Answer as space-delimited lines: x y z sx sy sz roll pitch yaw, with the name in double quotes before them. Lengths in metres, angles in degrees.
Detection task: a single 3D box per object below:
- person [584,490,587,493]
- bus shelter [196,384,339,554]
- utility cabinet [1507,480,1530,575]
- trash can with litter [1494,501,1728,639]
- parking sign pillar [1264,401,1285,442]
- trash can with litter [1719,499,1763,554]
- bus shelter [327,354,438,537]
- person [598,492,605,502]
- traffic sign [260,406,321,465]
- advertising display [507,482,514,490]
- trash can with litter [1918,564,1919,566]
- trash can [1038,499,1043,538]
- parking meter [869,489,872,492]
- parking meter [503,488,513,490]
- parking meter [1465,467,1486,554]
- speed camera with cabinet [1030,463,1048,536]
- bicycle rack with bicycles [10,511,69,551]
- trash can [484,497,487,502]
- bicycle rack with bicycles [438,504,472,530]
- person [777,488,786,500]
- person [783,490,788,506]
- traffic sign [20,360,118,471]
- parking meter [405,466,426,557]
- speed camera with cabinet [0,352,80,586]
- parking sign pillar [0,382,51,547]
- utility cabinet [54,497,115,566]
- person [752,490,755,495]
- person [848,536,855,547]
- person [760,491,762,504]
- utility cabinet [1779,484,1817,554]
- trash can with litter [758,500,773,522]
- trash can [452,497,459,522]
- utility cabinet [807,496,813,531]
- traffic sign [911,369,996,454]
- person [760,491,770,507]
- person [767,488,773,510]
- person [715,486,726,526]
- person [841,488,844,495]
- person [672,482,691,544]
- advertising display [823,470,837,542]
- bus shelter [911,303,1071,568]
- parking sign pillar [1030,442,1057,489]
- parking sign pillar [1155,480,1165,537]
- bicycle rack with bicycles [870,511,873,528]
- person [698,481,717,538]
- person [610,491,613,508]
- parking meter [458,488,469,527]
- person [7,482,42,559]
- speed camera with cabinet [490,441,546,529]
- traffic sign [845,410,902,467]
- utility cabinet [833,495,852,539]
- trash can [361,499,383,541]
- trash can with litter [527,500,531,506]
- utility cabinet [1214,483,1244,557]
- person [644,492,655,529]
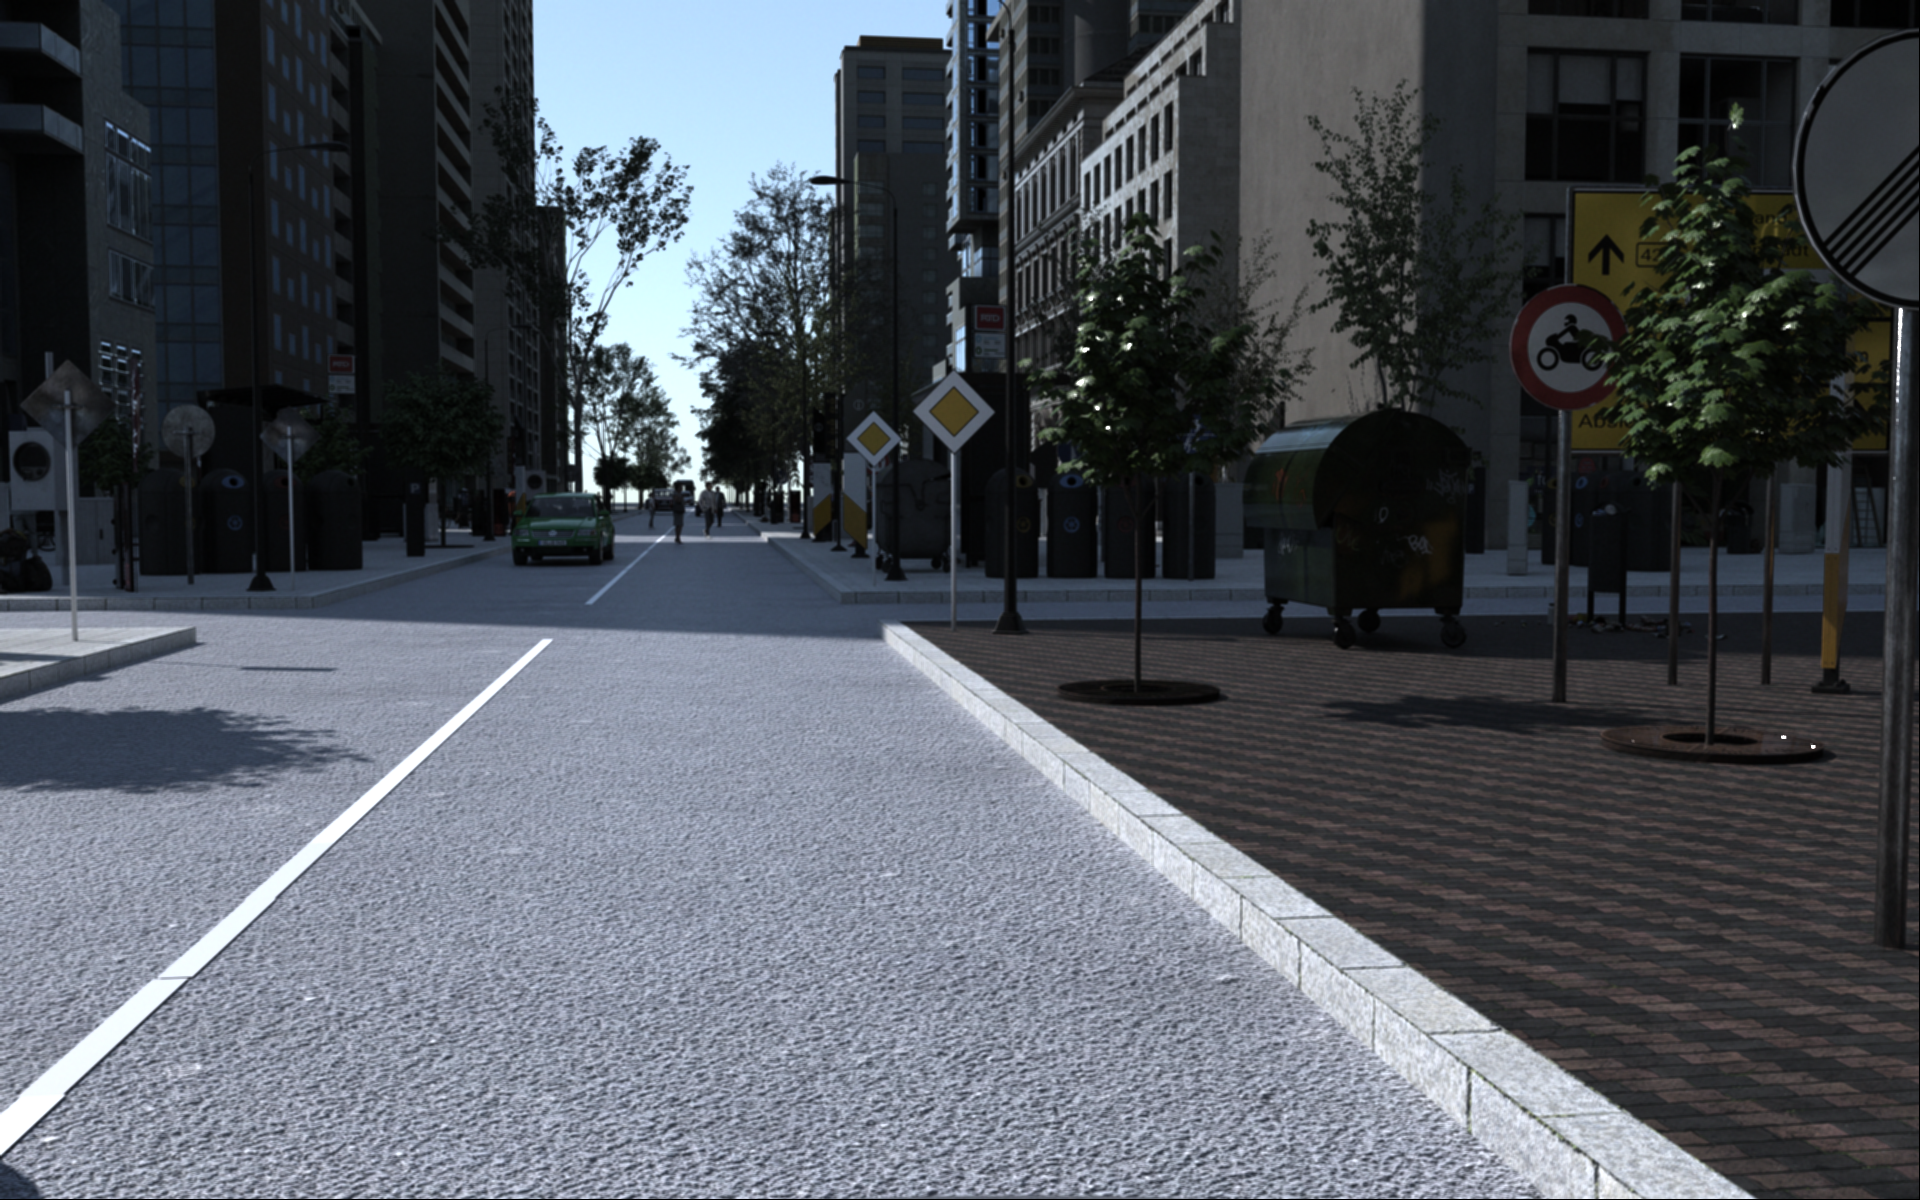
"person" -33.205 -8.940 153.683 0.415 1.643 0.593 -1 4 -16
"bus shelter" -15.787 -2.968 39.813 1.731 3.624 6.357 -1 4 -8
"utility cabinet" 8.938 -1.164 27.702 0.318 1.500 1.173 1 4 19
"trash can with litter" 6.209 -0.316 16.222 1.678 1.210 2.233 -1 4 -15
"parking sign pillar" 9.371 -3.826 51.024 1.447 3.967 1.447 -1 4 -11
"trash can with litter" 16.743 -1.572 37.097 1.055 1.170 0.624 -3 5 -41
"bus shelter" -17.403 -4.577 52.465 2.179 5.291 8.768 -1 4 -8
"person" -25.178 -6.810 120.646 0.557 1.426 1.065 3 5 44
"traffic sign" -8.893 -1.272 22.991 0.795 2.593 0.064 -1 4 -8
"advertising display" -24.814 -5.590 96.606 0.123 1.923 0.974 2 4 34
"trash can with litter" 16.310 -1.095 29.283 1.055 1.170 0.624 1 4 19
"trash can" 1.964 -2.267 48.719 0.748 1.137 0.748 0 3 0
"parking meter" -4.469 -4.797 86.837 0.372 1.533 0.369 0 3 0
"parking meter" -17.571 -3.609 67.421 0.372 1.533 0.369 0 3 0
"parking meter" 11.077 -1.929 37.243 0.255 1.863 0.399 -1 4 -21
"speed camera with cabinet" 2.284 -3.557 52.492 0.660 3.252 2.038 3 5 41
"bicycle rack with bicycles" -20.779 -1.589 39.362 2.925 0.926 2.852 0 4 -6
"trash can" -20.557 -3.828 74.236 0.748 1.137 0.748 0 3 0
"bicycle rack with bicycles" -17.566 -2.988 62.237 2.852 0.926 2.925 1 4 20
"person" -10.826 -6.041 105.541 0.721 1.743 1.217 -1 4 -22
"person" -12.934 -7.556 130.388 0.742 1.727 0.445 -1 4 -16
"traffic sign" -7.753 -0.789 15.087 0.795 2.593 0.064 -1 4 -8
"parking meter" -11.170 -1.826 35.565 0.399 1.863 0.255 -1 4 -18
"speed camera with cabinet" -13.394 -1.822 24.122 2.038 3.252 0.660 0 4 7
"parking sign pillar" -23.158 -3.301 42.445 1.447 3.967 1.447 -1 4 -22
"utility cabinet" -15.849 -1.241 31.449 0.306 1.237 1.020 3 5 41
"person" -15.685 -7.713 132.959 0.742 1.727 0.445 1 4 22
"person" -2.599 -2.216 42.280 0.388 1.821 0.555 -3 5 -41
"person" -27.031 -14.011 235.266 1.348 1.807 0.705 3 5 42
"utility cabinet" 17.987 -1.742 37.163 1.173 1.500 0.318 -3 5 -43
"trash can with litter" -8.612 -4.124 78.819 1.055 1.170 0.624 -2 4 -26
"trash can" -23.054 -4.175 79.908 0.748 1.137 0.748 0 3 0
"utility cabinet" -4.865 -2.984 59.943 0.306 1.237 1.020 3 5 40
"traffic sign" -0.036 -0.855 16.175 0.795 2.593 0.064 -1 4 -8
"person" -14.911 -7.670 131.538 1.350 1.814 0.705 1 4 19
"person" -15.406 -8.132 139.737 1.217 1.736 0.721 1 4 8
"person" -10.661 -4.123 76.313 0.661 1.777 0.834 1 4 8
"person" -10.930 -9.610 163.244 1.350 1.814 0.705 -3 4 -36
"person" -8.063 -2.518 50.033 0.532 1.782 0.716 1 4 8
"advertising display" -3.600 -2.557 47.028 0.123 1.923 0.974 -2 4 -35
"bus shelter" 0.285 -3.458 34.167 2.179 5.291 8.768 0 4 -8
"parking sign pillar" 3.776 -5.541 79.060 1.447 3.967 1.447 1 4 11
"parking sign pillar" 6.587 -3.914 52.459 1.447 3.967 1.447 0 4 -4
"bicycle rack with bicycles" -2.341 -3.145 64.805 2.925 0.926 2.852 0 4 3
"person" -8.216 -2.928 56.226 0.661 1.843 0.795 -3 4 -39
"person" -32.288 -9.410 159.756 0.599 1.838 0.709 2 4 34
"parking meter" -19.419 -3.630 67.754 0.372 1.533 0.369 0 3 0
"person" -18.346 -1.700 33.932 0.635 1.810 0.391 -3 4 -36
"speed camera with cabinet" -16.426 -4.275 64.228 2.038 3.252 0.660 0 4 -5
"traffic sign" -1.175 -1.339 24.079 0.795 2.593 0.064 -1 4 -8
"utility cabinet" -3.166 -2.350 49.587 1.020 1.237 0.306 1 4 22
"trash can" -16.267 -2.201 47.641 0.748 1.137 0.748 0 3 0
"trash can with litter" -17.728 -3.627 70.688 1.055 1.170 0.624 -2 4 -24
"utility cabinet" 5.088 -1.593 34.732 1.173 1.500 0.318 0 4 8
"person" -12.750 -3.702 71.618 0.523 1.515 0.503 -3 5 -43
